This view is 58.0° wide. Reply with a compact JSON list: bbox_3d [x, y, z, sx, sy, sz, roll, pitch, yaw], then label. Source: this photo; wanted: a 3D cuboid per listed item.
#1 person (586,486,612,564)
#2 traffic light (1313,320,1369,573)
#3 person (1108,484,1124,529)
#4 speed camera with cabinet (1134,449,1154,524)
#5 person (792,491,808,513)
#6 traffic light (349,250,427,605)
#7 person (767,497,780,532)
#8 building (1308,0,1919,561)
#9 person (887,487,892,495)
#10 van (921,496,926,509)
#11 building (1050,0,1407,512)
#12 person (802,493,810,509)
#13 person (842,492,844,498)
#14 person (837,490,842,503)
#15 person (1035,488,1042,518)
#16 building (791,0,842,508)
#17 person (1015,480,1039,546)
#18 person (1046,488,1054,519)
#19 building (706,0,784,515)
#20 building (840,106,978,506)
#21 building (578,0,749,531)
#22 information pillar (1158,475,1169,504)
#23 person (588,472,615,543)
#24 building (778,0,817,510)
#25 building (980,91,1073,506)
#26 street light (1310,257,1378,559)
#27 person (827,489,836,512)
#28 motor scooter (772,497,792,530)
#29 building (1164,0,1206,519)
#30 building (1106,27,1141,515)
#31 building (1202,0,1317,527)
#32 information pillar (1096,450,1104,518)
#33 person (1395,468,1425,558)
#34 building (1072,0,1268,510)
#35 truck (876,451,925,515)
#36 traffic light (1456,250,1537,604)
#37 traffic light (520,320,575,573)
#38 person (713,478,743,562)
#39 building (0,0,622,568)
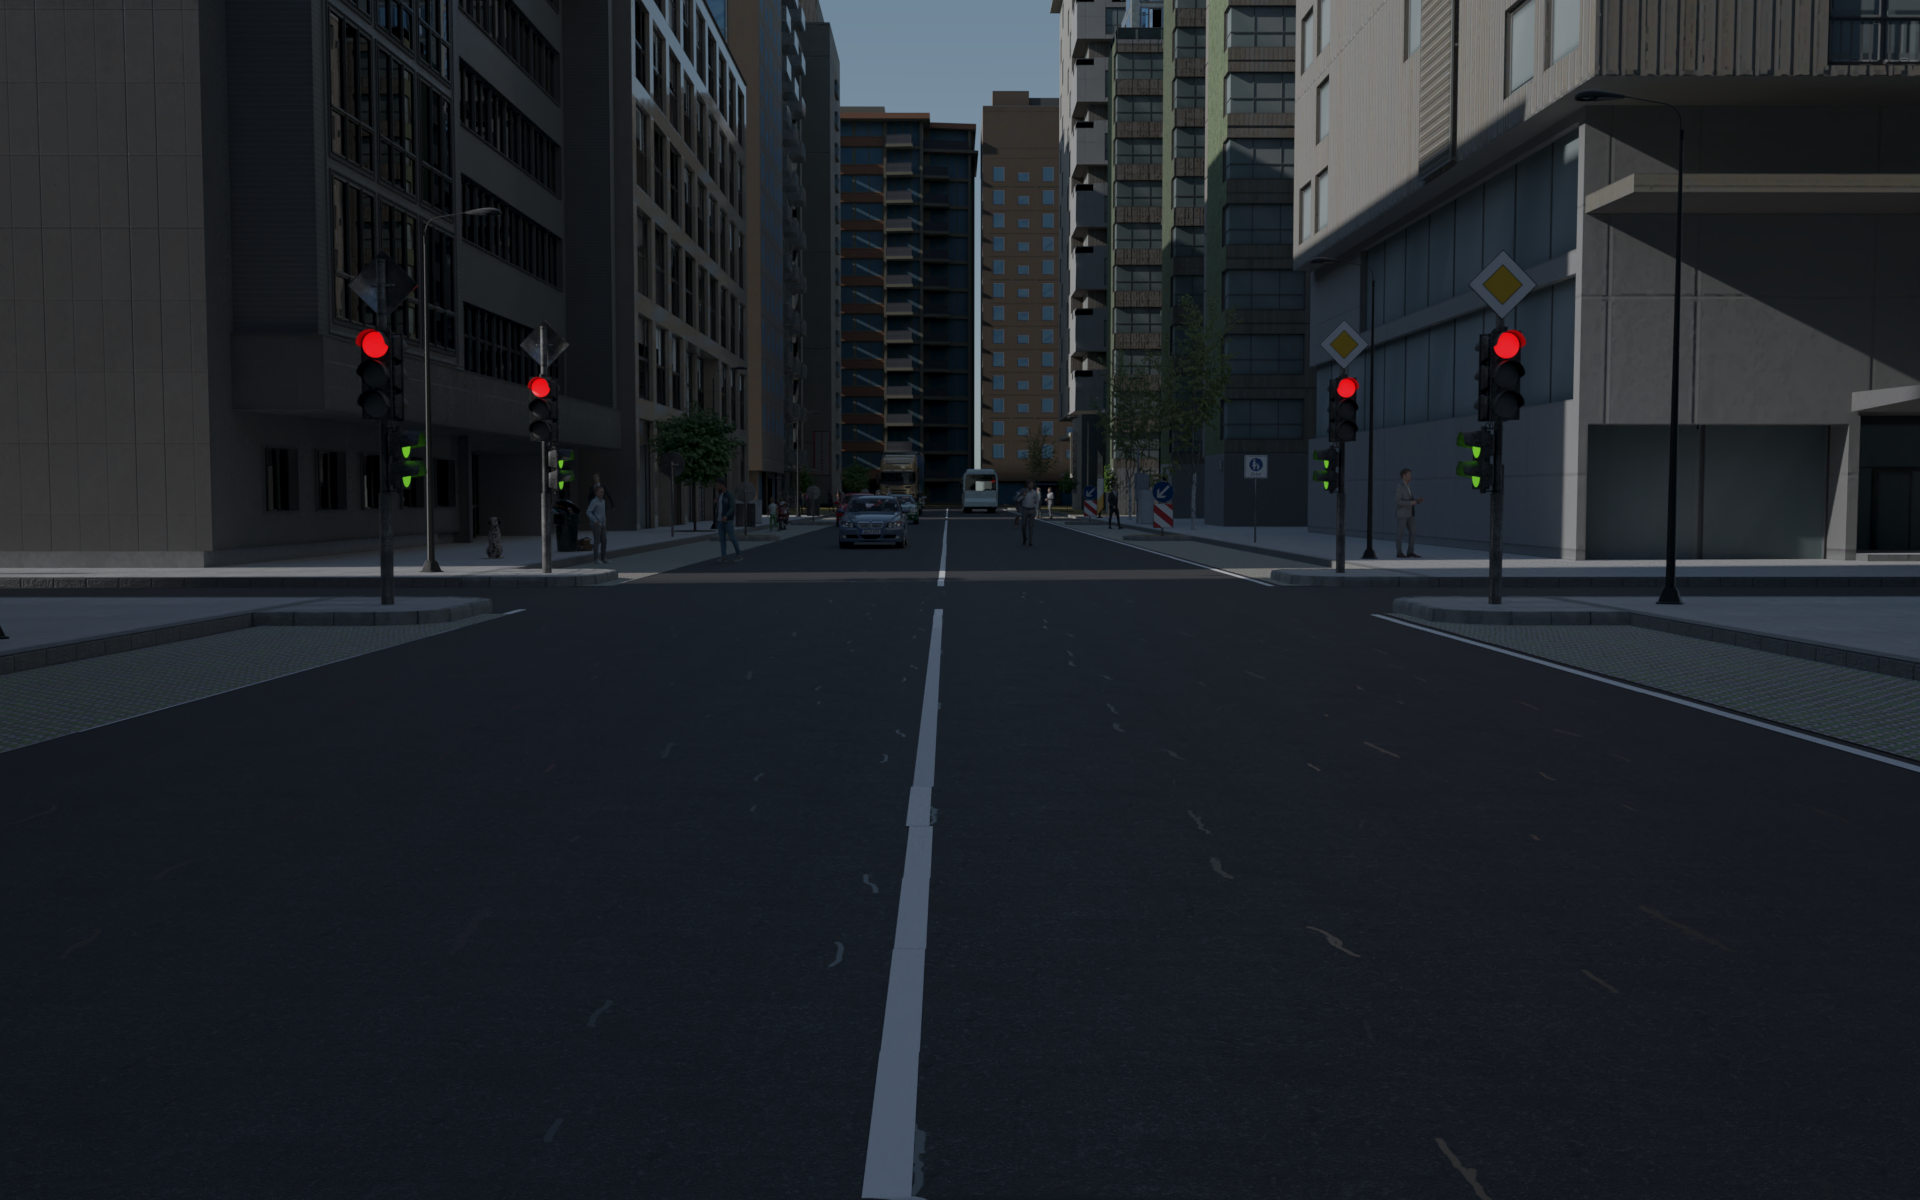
[{"bbox_3d":[-7.356,-1.527,35.282,0.330,1.601,0.589,2,4,31],"label":"person"},{"bbox_3d":[6.176,-2.396,28.091,0.839,4.253,0.868,0,4,0],"label":"traffic light"},{"bbox_3d":[6.318,-3.796,70.347,0.659,1.850,0.755,-3,4,-36],"label":"person"},{"bbox_3d":[7.958,-4.916,74.704,0.660,3.252,2.038,0,4,-2],"label":"speed camera with cabinet"},{"bbox_3d":[-10.653,-6.630,115.164,1.217,1.735,0.721,1,4,19],"label":"person"},{"bbox_3d":[-6.633,-1.901,20.007,0.839,4.253,0.868,0,4,0],"label":"traffic light"},{"bbox_3d":[-7.036,-3.218,65.358,0.306,1.304,0.590,-3,5,-44],"label":"person"},{"bbox_3d":[24.037,-27.746,42.889,27.495,52.752,28.713,0,4,0],"label":"building"},{"bbox_3d":[-3.988,-5.464,97.715,0.818,1.842,0.514,0,4,-5],"label":"person"},{"bbox_3d":[-4.225,-9.650,164.795,2.013,2.044,4.112,0,4,-1],"label":"van"},{"bbox_3d":[23.495,-35.058,162.429,28.713,52.752,27.495,0,4,0],"label":"building"},{"bbox_3d":[-13.350,-8.875,151.838,1.217,1.739,0.721,-1,4,-14],"label":"person"},{"bbox_3d":[-12.265,-10.515,178.905,0.436,1.711,0.756,-3,5,-42],"label":"person"},{"bbox_3d":[-10.578,-8.823,151.761,0.415,1.643,0.593,1,4,9],"label":"person"},{"bbox_3d":[4.633,-5.804,103.564,0.590,1.801,0.661,0,4,-1],"label":"person"},{"bbox_3d":[-22.615,-33.185,166.271,21.600,48.544,21.300,0,4,0],"label":"building"},{"bbox_3d":[1.871,-2.433,48.377,0.679,1.850,0.850,0,4,-2],"label":"person"},{"bbox_3d":[5.150,-5.602,100.290,0.583,1.804,0.606,-2,4,-35],"label":"person"},{"bbox_3d":[-18.826,-28.104,109.605,14.600,45.320,14.200,0,4,0],"label":"building"},{"bbox_3d":[-12.447,-33.270,198.587,28.867,44.769,22.147,0,4,0],"label":"building"},{"bbox_3d":[-20.987,-16.639,76.561,19.350,26.468,34.151,0,4,0],"label":"building"},{"bbox_3d":[7.826,-3.806,66.713,0.304,2.012,0.304,-1,4,-18],"label":"information pillar"},{"bbox_3d":[-9.468,-2.422,45.420,0.659,1.850,0.755,0,4,7],"label":"person"},{"bbox_3d":[-23.483,-31.324,131.748,23.786,49.044,30.456,0,4,0],"label":"building"},{"bbox_3d":[9.521,-33.381,195.891,14.200,45.320,14.600,0,4,0],"label":"building"},{"bbox_3d":[7.574,-3.768,34.151,1.470,5.913,1.316,0,4,0],"label":"street light"},{"bbox_3d":[-9.085,-7.030,122.452,0.593,1.643,0.415,0,4,-6],"label":"person"},{"bbox_3d":[-7.028,-3.413,68.588,0.815,1.314,1.986,0,4,-1],"label":"motor scooter"},{"bbox_3d":[17.981,-19.845,96.169,14.160,30.474,14.107,0,4,0],"label":"building"},{"bbox_3d":[16.280,-20.773,111.346,14.160,30.474,14.107,0,4,0],"label":"building"},{"bbox_3d":[17.341,-23.864,73.767,14.154,41.232,14.086,0,4,0],"label":"building"},{"bbox_3d":[7.484,-6.168,92.205,0.183,3.616,0.504,-2,4,-32],"label":"information pillar"},{"bbox_3d":[9.038,-1.750,34.861,0.583,1.804,0.606,2,4,35],"label":"person"},{"bbox_3d":[21.001,-50.123,132.178,22.319,86.520,31.000,0,4,0],"label":"building"},{"bbox_3d":[-3.860,-7.786,116.206,2.839,4.237,11.283,0,4,2],"label":"truck"},{"bbox_3d":[6.228,-1.907,20.106,0.839,4.253,0.868,0,4,0],"label":"traffic light"},{"bbox_3d":[-6.685,-2.390,27.992,0.839,4.253,0.868,0,4,0],"label":"traffic light"},{"bbox_3d":[-4.966,-1.701,36.651,0.623,1.781,0.721,2,4,34],"label":"person"},{"bbox_3d":[-18.544,-13.767,44.154,14.314,24.678,30.058,0,4,0],"label":"building"}]
